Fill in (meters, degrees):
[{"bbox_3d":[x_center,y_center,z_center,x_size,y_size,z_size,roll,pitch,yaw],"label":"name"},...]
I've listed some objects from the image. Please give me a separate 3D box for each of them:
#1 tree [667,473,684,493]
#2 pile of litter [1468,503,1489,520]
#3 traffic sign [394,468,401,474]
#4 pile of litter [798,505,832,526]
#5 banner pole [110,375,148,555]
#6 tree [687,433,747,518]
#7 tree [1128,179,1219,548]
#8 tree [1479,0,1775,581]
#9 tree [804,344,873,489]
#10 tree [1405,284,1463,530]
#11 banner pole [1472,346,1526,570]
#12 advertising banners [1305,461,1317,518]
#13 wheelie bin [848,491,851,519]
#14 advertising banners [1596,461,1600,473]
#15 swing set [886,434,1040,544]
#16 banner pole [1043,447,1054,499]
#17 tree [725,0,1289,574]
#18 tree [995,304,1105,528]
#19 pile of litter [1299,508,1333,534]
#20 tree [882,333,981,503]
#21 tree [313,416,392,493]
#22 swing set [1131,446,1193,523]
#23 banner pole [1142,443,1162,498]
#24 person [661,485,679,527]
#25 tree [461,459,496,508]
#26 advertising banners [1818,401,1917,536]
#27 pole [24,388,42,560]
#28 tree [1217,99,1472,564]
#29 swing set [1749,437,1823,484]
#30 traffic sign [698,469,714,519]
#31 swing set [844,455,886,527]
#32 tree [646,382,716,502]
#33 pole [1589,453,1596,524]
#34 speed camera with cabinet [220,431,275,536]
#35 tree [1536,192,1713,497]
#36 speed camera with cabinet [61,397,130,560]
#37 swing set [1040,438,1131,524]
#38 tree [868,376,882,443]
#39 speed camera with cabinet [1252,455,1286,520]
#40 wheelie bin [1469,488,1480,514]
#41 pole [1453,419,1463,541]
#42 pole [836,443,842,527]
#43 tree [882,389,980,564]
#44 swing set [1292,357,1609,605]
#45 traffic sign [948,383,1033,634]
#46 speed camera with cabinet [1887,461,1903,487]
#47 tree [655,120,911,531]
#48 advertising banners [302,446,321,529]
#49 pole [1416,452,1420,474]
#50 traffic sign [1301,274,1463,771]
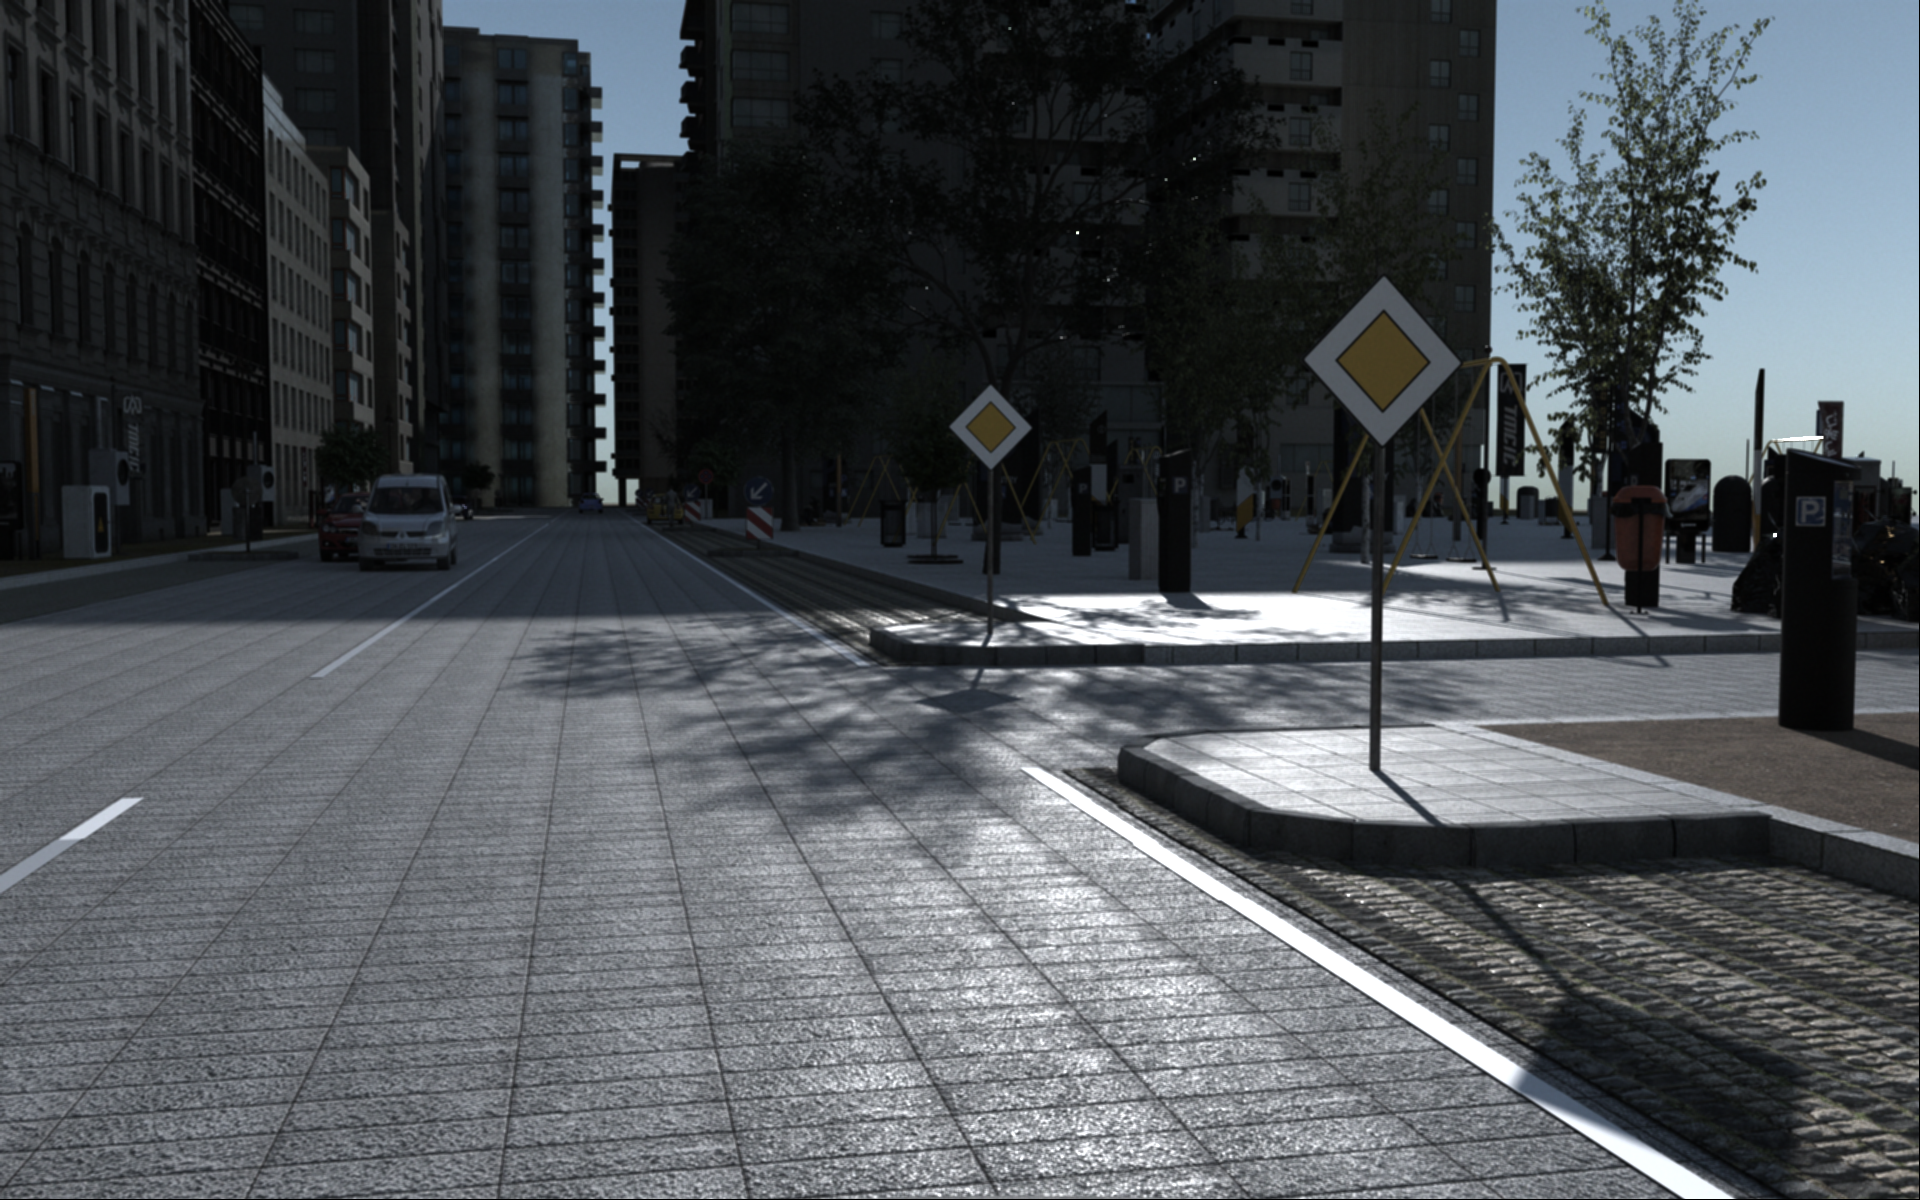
[{"bbox_3d":[-24.538,-9.341,147.321,1.663,3.219,1.824,0,3,0],"label":"tree"},{"bbox_3d":[26.050,-4.481,87.224,1.176,0.858,1.719,1,4,19],"label":"pile of litter"},{"bbox_3d":[-28.028,-5.284,86.402,0.884,2.594,0.081,0,4,-7],"label":"traffic sign"},{"bbox_3d":[-5.860,-3.377,69.177,1.719,0.858,1.176,-2,4,-25],"label":"pile of litter"},{"bbox_3d":[-17.682,-2.859,36.761,0.401,3.779,0.863,3,5,42],"label":"banner pole"},{"bbox_3d":[-12.873,-6.595,91.548,4.285,4.588,4.351,0,3,0],"label":"tree"},{"bbox_3d":[5.646,-5.517,40.558,4.737,8.622,4.395,0,3,0],"label":"tree"},{"bbox_3d":[9.892,-4.596,25.503,4.360,8.622,3.978,0,3,0],"label":"tree"},{"bbox_3d":[-6.173,-7.970,80.669,4.360,8.622,3.978,0,3,0],"label":"tree"},{"bbox_3d":[16.466,-6.778,61.177,4.360,8.622,3.978,0,3,0],"label":"tree"},{"bbox_3d":[9.166,-2.407,29.379,0.863,3.779,0.401,0,4,8],"label":"banner pole"},{"bbox_3d":[19.014,-5.927,93.094,0.090,3.025,2.074,3,4,38],"label":"advertising banners"},{"bbox_3d":[-5.294,-4.275,77.810,0.980,1.594,0.693,2,4,32],"label":"wheelie bin"},{"bbox_3d":[34.076,-5.803,91.074,0.090,3.025,2.074,-1,4,-20],"label":"advertising banners"},{"bbox_3d":[0.034,-2.893,44.921,2.862,2.851,3.119,-2,4,-23],"label":"swing set"},{"bbox_3d":[4.685,-6.154,90.630,0.863,3.779,0.401,-2,4,-24],"label":"banner pole"},{"bbox_3d":[0.524,-5.669,27.098,8.767,10.594,7.601,0,4,-7],"label":"tree"},{"bbox_3d":[3.244,-6.959,64.146,4.360,8.622,3.978,0,3,0],"label":"tree"},{"bbox_3d":[11.673,-2.543,55.543,1.719,0.858,1.176,0,4,-5],"label":"pile of litter"},{"bbox_3d":[-0.992,-7.663,75.660,4.737,8.622,4.395,0,3,0],"label":"tree"},{"bbox_3d":[-25.485,-5.431,72.511,4.285,4.588,4.351,0,3,0],"label":"tree"},{"bbox_3d":[6.208,-3.692,57.992,2.862,2.851,3.119,-1,4,-9],"label":"swing set"},{"bbox_3d":[9.459,-5.771,84.380,0.863,3.779,0.401,-1,4,-9],"label":"banner pole"},{"bbox_3d":[-12.442,-4.020,74.352,0.709,1.813,0.853,-3,5,-39],"label":"person"},{"bbox_3d":[-45.220,-10.929,162.401,4.285,4.588,4.351,0,3,0],"label":"tree"},{"bbox_3d":[17.134,-2.237,32.761,2.074,3.025,0.090,0,4,-8],"label":"advertising banners"},{"bbox_3d":[-17.925,-2.424,33.472,0.158,3.312,0.155,0,3,0],"label":"pole"},{"bbox_3d":[7.247,-4.976,31.725,4.737,8.622,4.395,0,3,0],"label":"tree"},{"bbox_3d":[23.691,-3.138,48.918,2.862,2.851,3.119,0,4,-2],"label":"swing set"},{"bbox_3d":[-12.810,-5.338,87.385,0.768,2.556,0.104,0,4,-6],"label":"traffic sign"},{"bbox_3d":[-3.041,-4.412,69.749,2.862,2.851,3.119,-1,4,-15],"label":"swing set"},{"bbox_3d":[-17.954,-9.891,112.072,4.360,8.622,3.978,0,3,0],"label":"tree"},{"bbox_3d":[26.805,-4.862,73.343,0.158,3.312,0.155,0,3,0],"label":"pole"},{"bbox_3d":[-22.224,-3.652,54.045,0.660,3.252,2.038,1,4,12],"label":"speed camera with cabinet"},{"bbox_3d":[16.241,-5.685,43.313,4.737,8.622,4.395,0,3,0],"label":"tree"},{"bbox_3d":[-17.278,-2.465,34.641,0.660,3.252,2.038,0,4,-6],"label":"speed camera with cabinet"},{"bbox_3d":[3.032,-3.207,50.062,2.862,2.851,3.119,-1,4,-12],"label":"swing set"},{"bbox_3d":[-2.682,-8.346,86.814,4.737,8.622,4.395,0,3,0],"label":"tree"},{"bbox_3d":[15.296,-5.670,87.044,2.038,3.252,0.660,2,4,24],"label":"speed camera with cabinet"},{"bbox_3d":[27.767,-5.218,93.228,0.693,1.594,0.980,0,4,3],"label":"wheelie bin"},{"bbox_3d":[13.634,-3.279,47.452,0.158,3.312,0.155,0,3,0],"label":"pole"},{"bbox_3d":[-4.719,-4.498,67.389,0.158,3.312,0.155,0,3,0],"label":"pole"},{"bbox_3d":[-0.569,-2.290,32.044,1.663,3.219,1.824,0,3,0],"label":"tree"},{"bbox_3d":[5.901,-1.450,21.321,2.862,2.851,3.119,0,4,-8],"label":"swing set"},{"bbox_3d":[0.273,-0.744,15.806,0.795,2.450,0.064,-1,4,-12],"label":"traffic sign"},{"bbox_3d":[54.997,-6.657,103.181,2.038,3.252,0.660,0,4,-1],"label":"speed camera with cabinet"},{"bbox_3d":[-5.848,-9.354,59.593,9.857,13.997,8.962,0,3,0],"label":"tree"},{"bbox_3d":[-24.075,-4.164,64.265,0.090,3.025,2.074,0,4,-4],"label":"advertising banners"},{"bbox_3d":[22.364,-5.550,84.589,0.158,3.312,0.155,0,3,0],"label":"pole"},{"bbox_3d":[1.927,-0.266,7.994,0.795,2.450,0.064,-1,4,-12],"label":"traffic sign"}]
